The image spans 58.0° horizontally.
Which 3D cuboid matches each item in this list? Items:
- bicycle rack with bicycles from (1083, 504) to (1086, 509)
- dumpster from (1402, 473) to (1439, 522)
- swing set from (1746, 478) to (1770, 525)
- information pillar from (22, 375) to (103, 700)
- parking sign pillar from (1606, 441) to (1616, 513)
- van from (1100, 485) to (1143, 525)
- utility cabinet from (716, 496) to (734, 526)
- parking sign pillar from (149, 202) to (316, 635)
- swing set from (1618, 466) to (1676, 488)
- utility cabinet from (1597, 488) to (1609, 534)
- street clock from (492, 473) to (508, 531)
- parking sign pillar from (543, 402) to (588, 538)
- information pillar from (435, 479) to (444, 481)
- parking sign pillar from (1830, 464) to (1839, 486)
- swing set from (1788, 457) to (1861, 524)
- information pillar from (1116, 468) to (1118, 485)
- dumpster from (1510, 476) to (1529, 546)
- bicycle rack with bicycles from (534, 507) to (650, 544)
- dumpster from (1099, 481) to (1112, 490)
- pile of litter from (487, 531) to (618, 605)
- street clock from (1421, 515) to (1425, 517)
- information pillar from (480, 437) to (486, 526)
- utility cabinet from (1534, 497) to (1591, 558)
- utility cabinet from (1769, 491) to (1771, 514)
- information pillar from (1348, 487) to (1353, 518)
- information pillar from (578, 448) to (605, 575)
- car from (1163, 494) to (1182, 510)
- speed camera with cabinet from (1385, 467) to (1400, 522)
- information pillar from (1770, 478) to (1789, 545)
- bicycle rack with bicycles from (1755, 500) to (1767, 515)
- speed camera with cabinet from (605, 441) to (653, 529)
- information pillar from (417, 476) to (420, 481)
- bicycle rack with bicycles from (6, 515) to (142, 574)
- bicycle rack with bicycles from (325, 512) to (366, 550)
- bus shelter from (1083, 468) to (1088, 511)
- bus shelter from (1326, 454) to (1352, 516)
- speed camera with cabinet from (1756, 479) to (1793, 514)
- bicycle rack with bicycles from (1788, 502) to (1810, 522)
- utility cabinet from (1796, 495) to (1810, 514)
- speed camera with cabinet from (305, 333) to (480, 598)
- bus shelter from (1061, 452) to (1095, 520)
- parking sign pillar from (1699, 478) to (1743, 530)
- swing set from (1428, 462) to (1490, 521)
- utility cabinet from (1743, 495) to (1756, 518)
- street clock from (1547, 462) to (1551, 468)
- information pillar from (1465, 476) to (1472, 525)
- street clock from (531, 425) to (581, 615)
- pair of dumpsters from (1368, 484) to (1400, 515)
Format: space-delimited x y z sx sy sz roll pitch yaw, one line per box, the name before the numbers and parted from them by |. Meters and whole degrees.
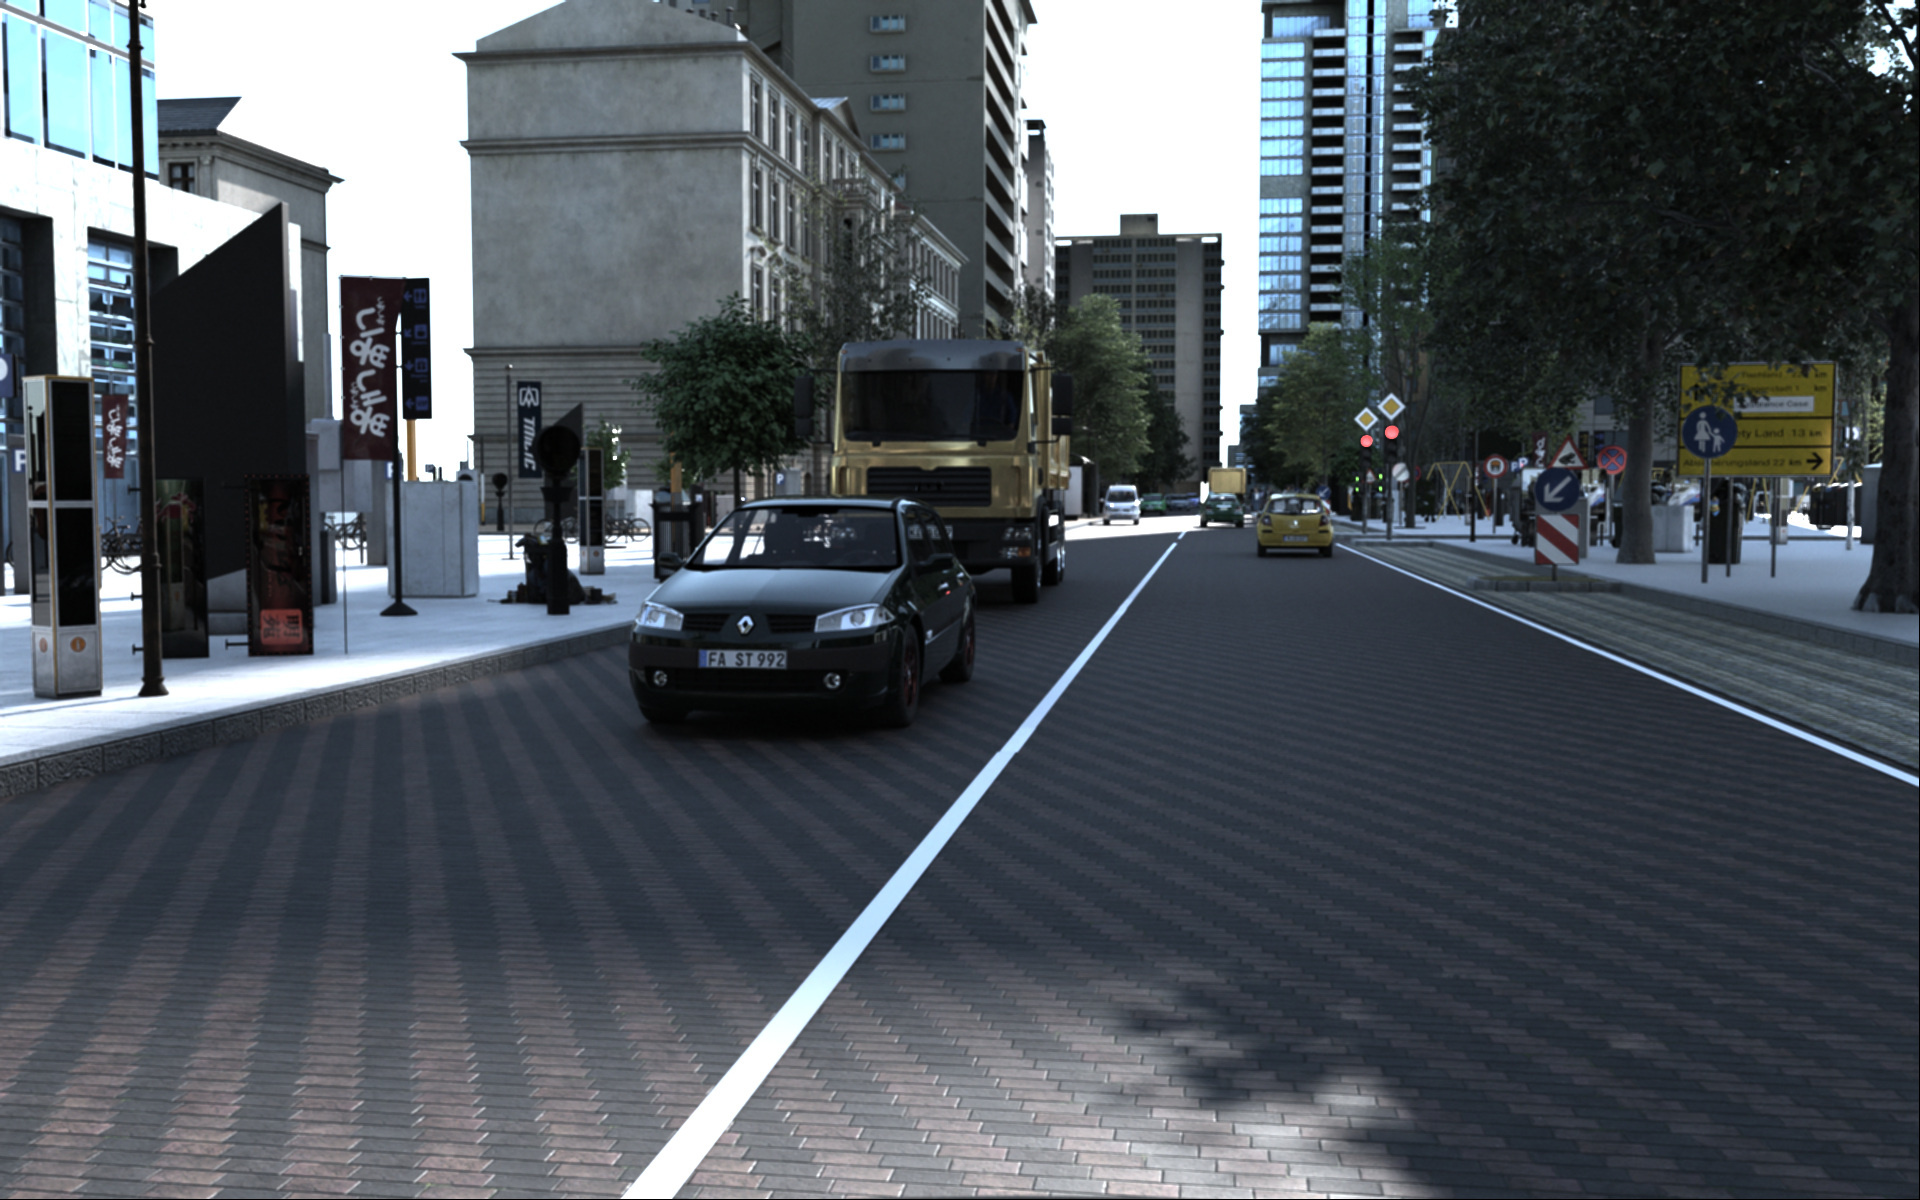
bicycle rack with bicycles | 6.880 -6.009 111.632 2.852 0.926 2.925 -2 4 -34
dumpster | 20.968 -4.680 79.005 1.502 2.255 1.985 1 4 8
swing set | 32.607 -4.645 73.565 3.119 2.851 2.862 0 4 6
information pillar | -5.653 -0.393 10.916 0.304 2.012 0.304 3 4 36
parking sign pillar | 32.735 -6.064 87.617 1.447 3.967 1.447 2 4 35
van | 7.566 -4.526 81.017 2.013 2.044 4.112 0 4 7
utility cabinet | -9.038 -3.371 66.274 1.020 1.237 0.306 0 4 5
parking sign pillar | -6.877 -1.702 16.293 1.447 3.967 1.447 0 4 3
swing set | 41.548 -6.589 105.349 3.119 2.851 2.862 -1 4 -19
utility cabinet | 20.098 -2.849 55.260 1.173 1.500 0.318 -1 4 -14
street clock | -15.870 -3.377 59.779 0.471 2.002 0.358 -3 4 -38
parking sign pillar | -11.605 -3.832 51.125 1.447 3.967 1.447 1 4 18
information pillar | -24.952 -4.807 83.083 0.304 2.012 0.304 -3 5 -41
parking sign pillar | 55.713 -7.458 110.413 1.447 3.967 1.447 2 4 30
swing set | 37.493 -4.684 74.198 2.862 2.851 3.119 1 4 10
information pillar | 10.962 -7.923 120.892 0.183 3.616 0.504 0 4 4
dumpster | 14.537 -2.296 43.296 1.264 1.857 1.865 1 4 8
bicycle rack with bicycles | -9.723 -1.965 45.504 2.925 0.926 2.852 0 4 -4
dumpster | 10.357 -7.403 123.527 1.502 2.255 1.985 1 4 8
pile of litter | -4.825 -0.402 20.531 1.719 0.858 1.176 3 5 41
street clock | 25.993 -5.663 97.154 0.471 2.002 0.358 2 4 23
information pillar | -19.502 -4.858 70.775 0.183 3.616 0.504 -1 4 -10
utility cabinet | 12.130 -1.451 34.891 1.020 1.237 0.306 2 4 32
utility cabinet | 50.668 -6.043 107.480 0.318 1.500 1.173 0 4 -5
information pillar | 21.360 -6.295 94.273 0.504 3.616 0.183 -1 4 -18
information pillar | -5.859 -1.409 27.522 0.304 2.012 0.304 -3 5 -40
car | 19.174 -8.877 156.937 2.131 1.459 4.920 1 4 9
speed camera with cabinet | 19.859 -5.214 79.577 0.660 3.252 2.038 1 4 11
information pillar | 20.851 -2.420 44.060 0.304 2.012 0.304 -2 4 -25
bicycle rack with bicycles | 47.976 -5.626 105.361 2.925 0.926 2.852 -2 4 -33
speed camera with cabinet | -12.455 -4.325 65.046 0.660 3.252 2.038 2 4 33
information pillar | -22.564 -4.122 71.882 0.304 2.012 0.304 -1 4 -10
bicycle rack with bicycles | -13.985 -0.907 28.212 2.925 0.926 2.852 -1 4 -10
bicycle rack with bicycles | -13.629 -1.641 40.206 2.925 0.926 2.852 -1 4 -10
bus shelter | 9.132 -8.276 126.597 1.731 3.624 6.357 1 4 8
bus shelter | 22.889 -6.855 103.358 1.731 3.624 6.357 1 4 8
speed camera with cabinet | 51.470 -7.039 109.418 0.660 3.252 2.038 -3 5 -44
bicycle rack with bicycles | 39.967 -4.140 81.064 2.852 0.926 2.925 1 4 22
utility cabinet | 55.287 -6.264 113.576 1.020 1.237 0.306 -2 4 -27
speed camera with cabinet | -7.080 -1.664 21.538 2.038 3.252 0.660 0 4 4
bus shelter | 5.553 -5.669 86.613 2.014 3.302 5.546 1 4 8
parking sign pillar | 26.977 -4.455 61.308 1.447 3.967 1.447 0 4 4
swing set | 24.067 -5.368 85.395 2.862 2.851 3.119 -1 4 -13
utility cabinet | 42.482 -5.047 93.681 1.020 1.237 0.306 0 4 -6
street clock | 13.590 -2.145 39.637 0.358 2.002 0.471 3 4 36
information pillar | 20.900 -4.069 71.024 0.304 2.012 0.304 0 4 1
street clock | -4.283 -0.846 18.407 0.471 2.002 0.358 -2 4 -30
pair of dumpsters | 24.789 -6.031 101.102 1.574 2.255 4.437 1 4 8
